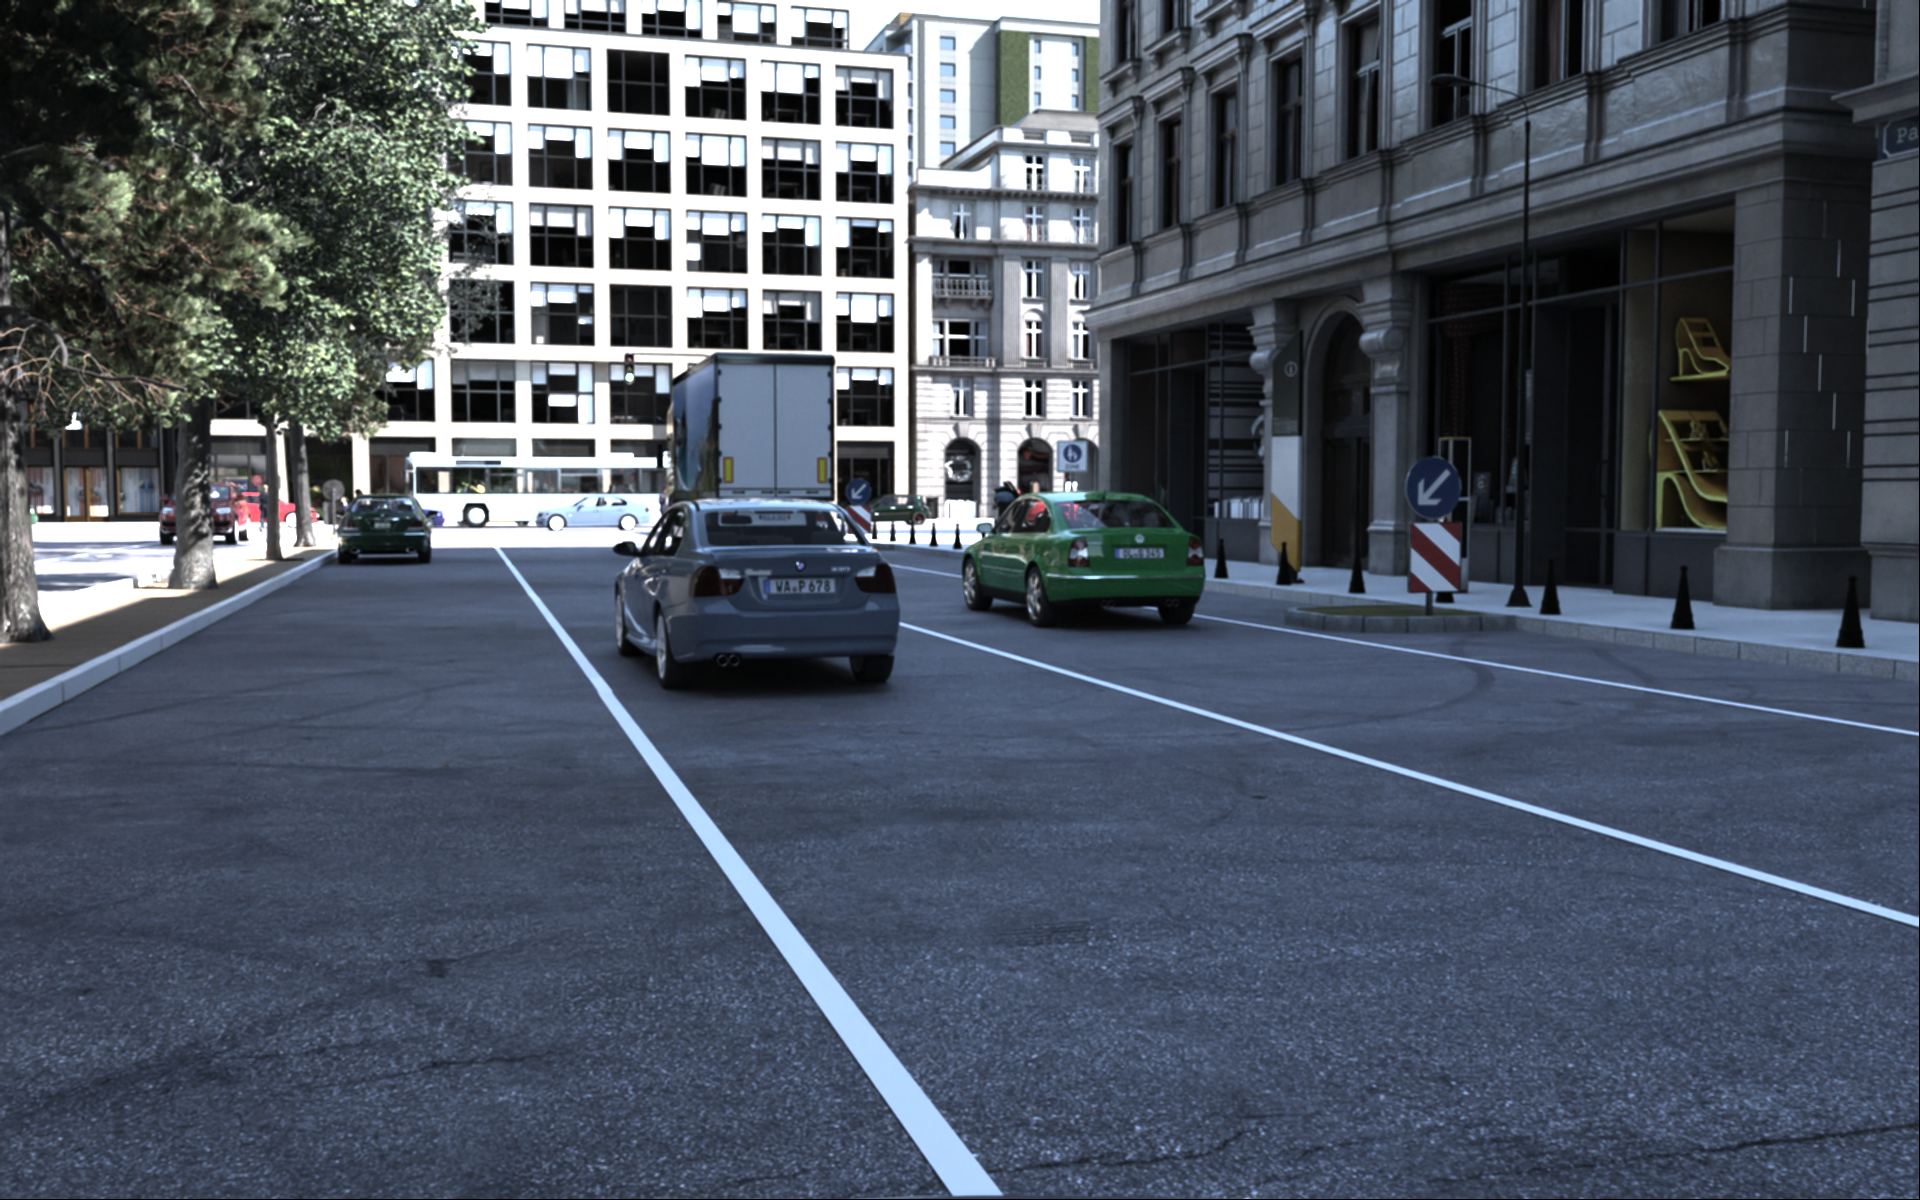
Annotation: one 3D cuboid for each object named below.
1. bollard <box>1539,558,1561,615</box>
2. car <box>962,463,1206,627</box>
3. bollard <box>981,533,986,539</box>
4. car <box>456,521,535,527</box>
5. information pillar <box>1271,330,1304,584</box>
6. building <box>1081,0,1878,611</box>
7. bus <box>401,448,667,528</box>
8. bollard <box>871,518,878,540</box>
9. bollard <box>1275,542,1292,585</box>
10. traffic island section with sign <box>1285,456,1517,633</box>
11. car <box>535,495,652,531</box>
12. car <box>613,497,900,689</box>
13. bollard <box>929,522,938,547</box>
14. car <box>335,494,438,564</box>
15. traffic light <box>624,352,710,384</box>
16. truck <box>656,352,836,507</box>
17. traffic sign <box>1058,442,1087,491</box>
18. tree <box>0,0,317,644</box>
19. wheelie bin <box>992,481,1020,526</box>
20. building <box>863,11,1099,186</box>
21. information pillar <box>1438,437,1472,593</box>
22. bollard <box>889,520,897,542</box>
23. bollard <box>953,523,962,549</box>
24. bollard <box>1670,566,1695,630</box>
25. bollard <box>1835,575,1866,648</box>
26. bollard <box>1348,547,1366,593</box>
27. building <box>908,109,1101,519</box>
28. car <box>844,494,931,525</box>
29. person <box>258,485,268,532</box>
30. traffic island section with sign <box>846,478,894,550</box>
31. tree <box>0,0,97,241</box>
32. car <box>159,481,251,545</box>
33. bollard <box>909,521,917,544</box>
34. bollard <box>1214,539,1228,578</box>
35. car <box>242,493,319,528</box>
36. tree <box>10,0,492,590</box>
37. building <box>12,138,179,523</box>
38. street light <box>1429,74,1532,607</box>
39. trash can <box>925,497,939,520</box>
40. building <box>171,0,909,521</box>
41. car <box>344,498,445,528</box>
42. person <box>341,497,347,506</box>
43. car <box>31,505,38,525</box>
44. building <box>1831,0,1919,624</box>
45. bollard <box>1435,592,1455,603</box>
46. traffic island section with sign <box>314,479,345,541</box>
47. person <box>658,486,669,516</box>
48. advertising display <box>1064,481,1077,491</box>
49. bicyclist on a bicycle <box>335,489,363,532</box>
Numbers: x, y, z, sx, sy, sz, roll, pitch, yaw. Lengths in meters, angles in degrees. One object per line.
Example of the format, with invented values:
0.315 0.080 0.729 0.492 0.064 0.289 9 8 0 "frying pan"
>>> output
6.300 -0.149 18.473 0.229 0.601 0.229 0 3 0 "bollard"
1.303 -0.695 20.167 1.959 1.807 4.718 -1 4 -15 "car"
0.521 -1.366 38.383 0.229 0.601 0.229 0 3 0 "bollard"
-20.843 -4.122 77.623 3.980 1.641 2.015 -1 4 -17 "car"
4.711 -2.052 24.912 0.183 3.616 0.504 -3 5 -43 "information pillar"
7.655 -11.484 38.680 10.553 20.767 40.483 -1 4 -16 "building"
-17.788 -4.850 74.150 13.247 3.499 2.948 -1 4 -14 "bus"
-2.383 -1.978 48.381 0.229 0.601 0.229 0 3 0 "bollard"
4.572 -0.514 24.446 0.229 0.601 0.229 0 3 0 "bollard"
4.641 -0.625 18.845 1.989 1.847 2.006 -1 4 -16 "traffic island section with sign"
-14.469 -3.447 68.369 4.499 1.417 2.014 -1 4 -18 "car"
-1.765 -0.134 14.189 2.014 1.417 4.499 -1 4 -17 "car"
-0.643 -1.611 42.384 0.229 0.601 0.229 0 3 0 "bollard"
-12.272 -1.545 37.058 2.131 1.459 4.920 -1 4 -17 "car"
-8.465 -4.984 56.157 4.771 5.953 1.251 -1 4 -16 "traffic light"
-5.145 -3.120 39.925 2.839 4.237 11.283 -1 4 -15 "truck"
2.143 -1.901 33.205 0.606 2.300 0.079 -1 4 -10 "traffic sign"
-9.221 -5.619 16.383 6.751 12.117 7.091 0 3 0 "tree"
1.119 -2.029 41.078 0.693 1.594 0.980 -1 4 -12 "wheelie bin"
3.711 -41.027 212.796 28.212 58.520 21.231 -1 4 -16 "building"
6.397 -1.098 22.437 0.304 2.012 0.304 -1 4 -14 "information pillar"
-1.797 -1.855 46.378 0.229 0.601 0.229 0 3 0 "bollard"
-0.058 -1.488 40.373 0.229 0.601 0.229 0 3 0 "bollard"
6.882 -0.027 16.480 0.229 0.601 0.229 0 3 0 "bollard"
7.460 0.095 14.493 0.229 0.601 0.229 0 3 0 "bollard"
5.149 -0.392 22.451 0.229 0.601 0.229 0 3 0 "bollard"
7.225 -15.592 96.736 24.055 21.916 13.314 -1 4 -16 "building"
-3.417 -4.284 79.831 4.222 1.686 2.009 -1 4 -16 "car"
-26.038 -3.428 64.964 0.576 1.772 0.534 -1 4 -11 "person"
-2.886 -2.208 44.732 1.989 1.847 2.006 -1 4 -16 "traffic island section with sign"
-6.543 -6.007 8.100 7.806 13.903 7.818 0 3 0 "tree"
-22.178 -2.587 50.972 2.281 1.827 5.304 -1 4 -16 "car"
-1.215 -1.733 44.374 0.229 0.601 0.229 0 3 0 "bollard"
3.989 -0.636 26.436 0.229 0.601 0.229 0 3 0 "bollard"
-29.902 -3.990 74.270 4.494 1.783 2.155 -1 4 -17 "car"
-11.541 -7.128 25.658 9.857 13.997 8.962 0 3 0 "tree"
-44.606 -15.364 80.873 15.834 23.373 12.332 -1 4 -16 "building"
5.863 -2.871 19.482 1.470 5.913 1.316 -1 4 -16 "street light"
-1.399 -4.627 87.309 0.748 1.137 0.748 0 3 0 "trash can"
-21.625 -17.559 91.600 34.151 26.468 19.350 -1 4 -16 "building"
-21.618 -3.262 65.908 3.894 1.354 1.945 -1 4 -18 "car"
-24.950 -3.506 70.097 0.425 1.301 0.394 3 5 40 "person"
-36.736 -3.179 63.768 4.920 1.459 2.131 -1 4 -15 "car"
16.800 -10.579 9.116 11.583 22.565 21.152 -1 4 -16 "building"
5.730 -0.270 20.461 0.229 0.601 0.229 0 3 0 "bollard"
-19.395 -2.775 53.504 2.006 1.907 1.989 -1 4 -16 "traffic island section with sign"
-10.455 -3.179 61.402 0.541 1.710 0.530 -3 4 -36 "person"
5.684 -5.124 88.989 0.123 1.923 0.974 3 5 41 "advertising display"
-21.501 -3.166 61.786 1.625 1.676 1.499 -1 4 -16 "bicyclist on a bicycle"
